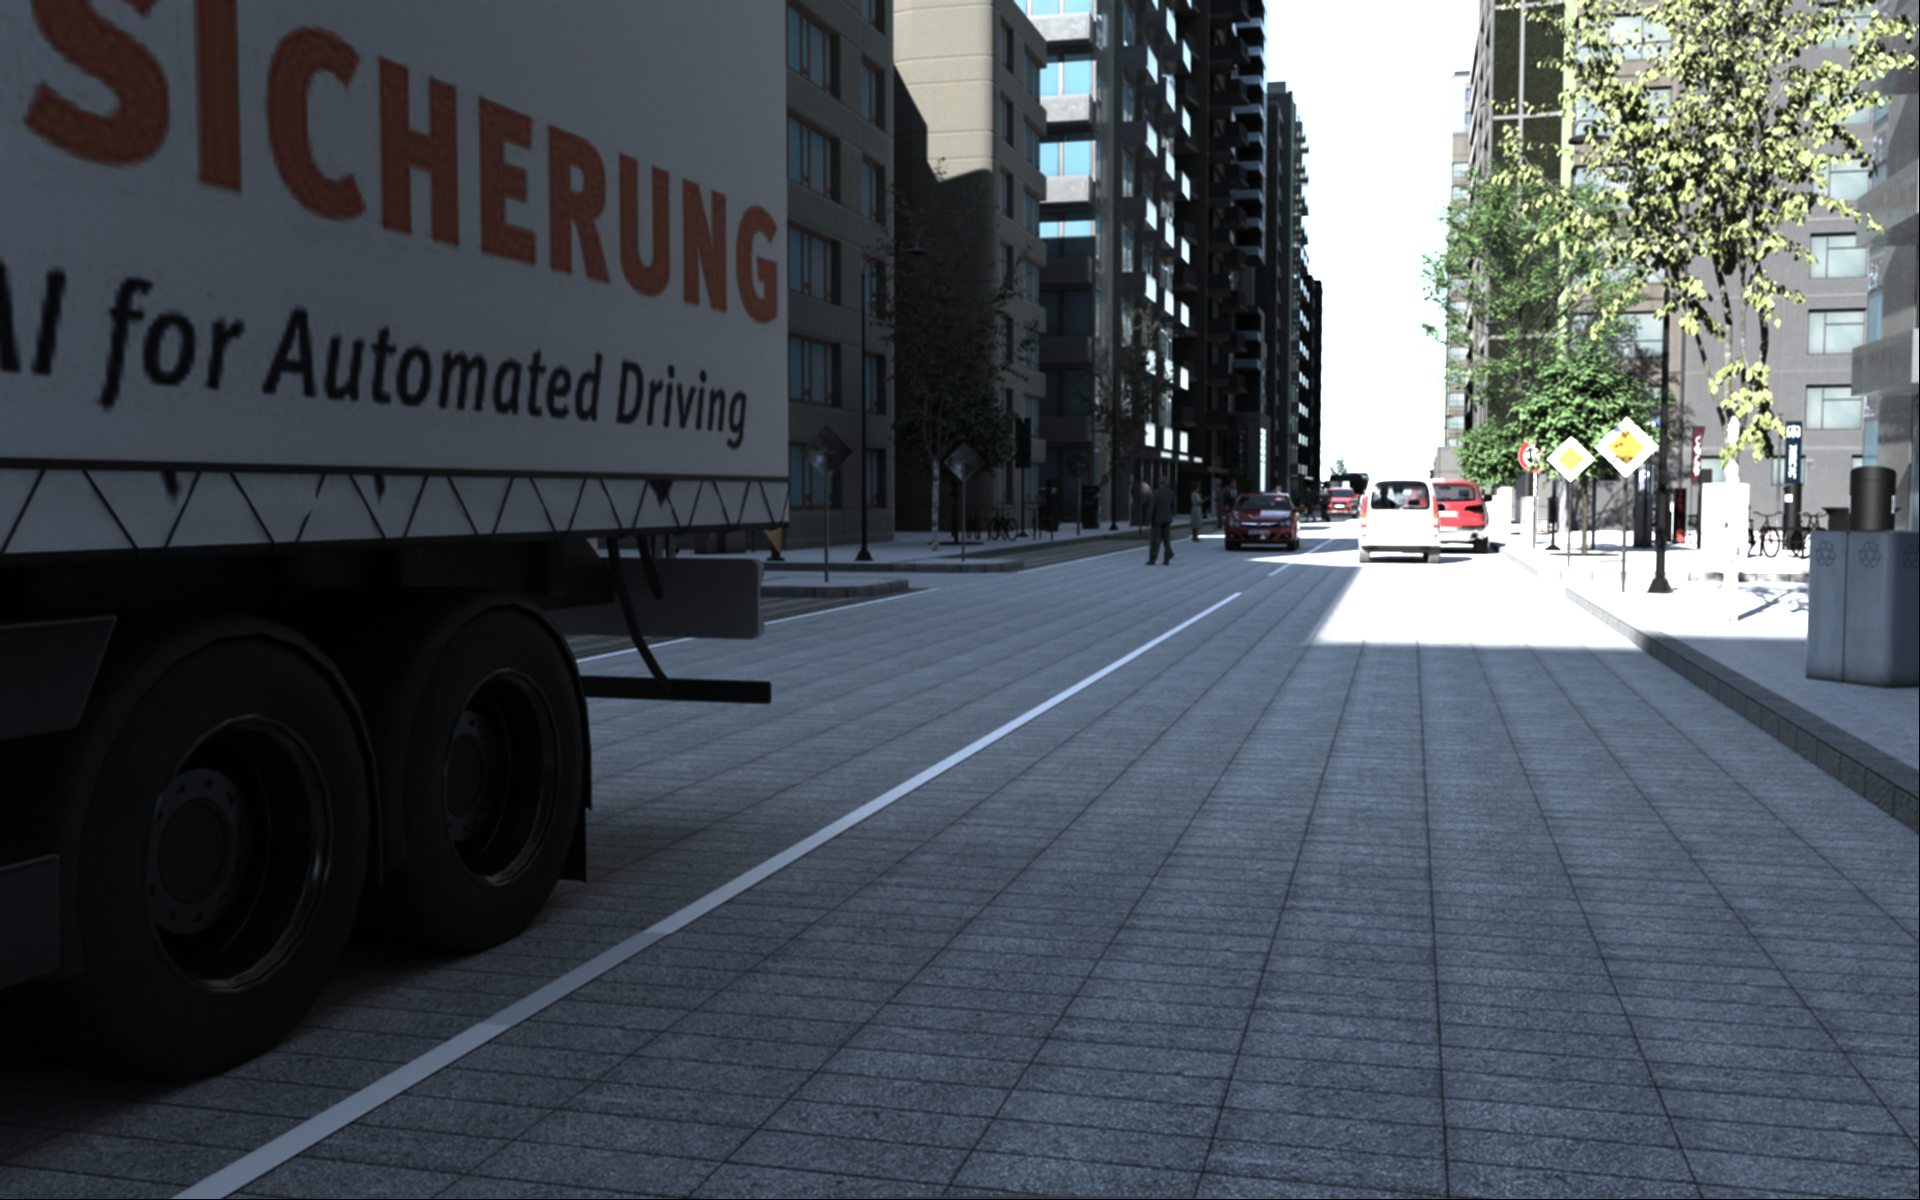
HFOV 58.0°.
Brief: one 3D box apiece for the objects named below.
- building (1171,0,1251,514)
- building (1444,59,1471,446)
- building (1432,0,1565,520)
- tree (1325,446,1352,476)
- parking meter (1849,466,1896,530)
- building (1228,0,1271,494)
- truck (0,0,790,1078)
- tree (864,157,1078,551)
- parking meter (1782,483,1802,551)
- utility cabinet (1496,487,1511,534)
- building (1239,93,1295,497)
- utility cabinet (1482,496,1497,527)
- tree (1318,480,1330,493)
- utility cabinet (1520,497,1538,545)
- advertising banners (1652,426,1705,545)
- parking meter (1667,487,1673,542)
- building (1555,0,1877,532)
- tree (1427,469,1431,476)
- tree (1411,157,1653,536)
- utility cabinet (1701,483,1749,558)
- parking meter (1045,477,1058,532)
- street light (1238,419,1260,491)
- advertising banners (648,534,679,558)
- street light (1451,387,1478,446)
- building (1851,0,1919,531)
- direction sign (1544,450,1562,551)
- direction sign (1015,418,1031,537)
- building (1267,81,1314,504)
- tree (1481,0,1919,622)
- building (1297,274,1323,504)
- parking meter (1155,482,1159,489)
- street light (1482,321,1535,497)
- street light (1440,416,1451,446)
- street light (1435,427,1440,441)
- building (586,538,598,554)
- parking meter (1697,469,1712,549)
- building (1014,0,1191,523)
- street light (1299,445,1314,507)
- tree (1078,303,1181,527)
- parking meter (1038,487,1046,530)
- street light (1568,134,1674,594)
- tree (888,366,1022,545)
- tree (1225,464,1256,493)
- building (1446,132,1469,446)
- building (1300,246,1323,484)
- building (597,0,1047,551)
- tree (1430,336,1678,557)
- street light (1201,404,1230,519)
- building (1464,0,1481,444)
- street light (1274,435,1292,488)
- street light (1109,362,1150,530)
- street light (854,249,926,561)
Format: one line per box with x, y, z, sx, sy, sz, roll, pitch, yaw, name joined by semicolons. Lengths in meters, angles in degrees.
8.681;-28.652;123.090;22.147;44.769;28.867;1;4;15;building
78.249;-42.675;239.729;21.231;58.520;28.212;1;4;15;building
35.243;-39.729;87.816;20.563;71.187;20.611;1;4;15;building
56.530;-18.858;258.693;4.737;8.622;4.395;0;3;0;tree
8.335;-0.455;15.850;0.372;1.533;0.369;0;3;0;parking meter
16.502;-51.253;150.658;22.319;86.520;31.000;1;4;15;building
-3.465;-0.835;2.559;2.839;4.237;11.283;1;4;16;truck
-0.368;-5.423;39.036;4.360;8.622;3.978;0;3;0;tree
18.967;-1.901;39.490;0.372;1.533;0.369;0;3;0;parking meter
17.496;-2.882;55.799;0.318;1.500;1.173;1;4;10;utility cabinet
25.685;-29.954;173.345;14.154;41.232;14.086;1;4;15;building
20.788;-3.461;67.747;1.020;1.237;0.306;1;4;17;utility cabinet
48.443;-14.307;228.523;1.663;3.219;1.824;0;3;0;tree
14.603;-2.038;44.476;0.306;1.237;1.020;1;4;11;utility cabinet
18.400;-2.942;44.288;2.074;3.025;0.090;-2;4;-33;advertising banners
18.893;-2.325;46.420;0.372;1.533;0.369;0;3;0;parking meter
29.653;-23.269;64.040;14.154;41.232;14.086;1;4;15;building
21.861;-5.360;71.355;4.285;4.588;4.351;0;3;0;tree
17.706;-7.839;53.928;9.928;11.665;9.643;0;3;0;tree
15.386;-1.599;34.828;0.318;1.500;1.173;0;4;-8;utility cabinet
3.132;-3.266;59.110;0.399;1.863;0.255;-2;4;-27;parking meter
17.842;-8.236;107.192;1.470;5.913;1.316;1;4;15;street light
-4.044;-1.648;23.129;0.090;3.025;2.074;0;4;4;advertising banners
22.081;-6.258;74.863;1.470;5.913;1.316;1;4;15;street light
35.661;-25.432;35.422;30.456;49.044;23.786;1;4;15;building
13.500;-2.895;39.330;0.379;3.537;0.876;-1;4;-11;direction sign
1.884;-3.657;51.793;0.379;3.537;0.876;-2;4;-28;direction sign
29.630;-35.829;205.420;23.786;49.044;30.456;1;4;15;building
7.493;-4.083;17.112;4.737;8.622;4.395;0;3;0;tree
39.808;-27.806;226.328;14.160;30.474;14.107;1;4;15;building
8.336;-4.074;72.317;0.255;1.863;0.399;3;4;36;parking meter
14.808;-4.529;46.587;1.470;5.913;1.316;1;4;15;street light
29.433;-7.971;102.865;1.470;5.913;1.316;1;4;15;street light
33.684;-8.979;119.344;1.470;5.913;1.316;1;4;15;street light
-14.714;-10.210;21.688;16.860;20.320;10.420;1;4;15;building
17.425;-2.130;40.543;0.255;1.863;0.399;1;4;16;parking meter
-0.058;-28.802;90.520;23.786;49.044;30.456;1;4;15;building
32.547;-11.654;163.089;1.470;5.913;1.316;1;4;15;street light
6.388;-7.116;66.704;4.360;8.622;3.978;0;3;0;tree
2.966;-3.245;61.470;0.372;1.533;0.369;0;3;0;parking meter
8.536;-3.048;22.380;1.470;5.913;1.316;1;4;15;street light
-0.135;-3.714;44.435;4.285;4.588;4.351;0;3;0;tree
18.962;-7.392;115.462;1.663;3.219;1.824;0;3;0;tree
62.803;-31.404;197.046;14.154;41.232;14.086;1;4;15;building
36.447;-33.924;246.544;32.217;40.220;23.993;1;4;15;building
-13.698;-12.905;56.040;27.650;21.520;28.899;1;4;15;building
13.026;-3.210;36.203;4.285;4.588;4.351;0;3;0;tree
13.240;-7.160;89.607;1.470;5.913;1.316;1;4;15;street light
58.433;-32.833;160.528;21.300;48.544;21.600;1;4;15;building
25.142;-9.948;135.196;1.470;5.913;1.316;1;4;15;street light
5.967;-5.410;60.987;1.470;5.913;1.316;1;4;15;street light
-1.328;-3.702;33.065;1.470;5.913;1.316;1;4;15;street light
